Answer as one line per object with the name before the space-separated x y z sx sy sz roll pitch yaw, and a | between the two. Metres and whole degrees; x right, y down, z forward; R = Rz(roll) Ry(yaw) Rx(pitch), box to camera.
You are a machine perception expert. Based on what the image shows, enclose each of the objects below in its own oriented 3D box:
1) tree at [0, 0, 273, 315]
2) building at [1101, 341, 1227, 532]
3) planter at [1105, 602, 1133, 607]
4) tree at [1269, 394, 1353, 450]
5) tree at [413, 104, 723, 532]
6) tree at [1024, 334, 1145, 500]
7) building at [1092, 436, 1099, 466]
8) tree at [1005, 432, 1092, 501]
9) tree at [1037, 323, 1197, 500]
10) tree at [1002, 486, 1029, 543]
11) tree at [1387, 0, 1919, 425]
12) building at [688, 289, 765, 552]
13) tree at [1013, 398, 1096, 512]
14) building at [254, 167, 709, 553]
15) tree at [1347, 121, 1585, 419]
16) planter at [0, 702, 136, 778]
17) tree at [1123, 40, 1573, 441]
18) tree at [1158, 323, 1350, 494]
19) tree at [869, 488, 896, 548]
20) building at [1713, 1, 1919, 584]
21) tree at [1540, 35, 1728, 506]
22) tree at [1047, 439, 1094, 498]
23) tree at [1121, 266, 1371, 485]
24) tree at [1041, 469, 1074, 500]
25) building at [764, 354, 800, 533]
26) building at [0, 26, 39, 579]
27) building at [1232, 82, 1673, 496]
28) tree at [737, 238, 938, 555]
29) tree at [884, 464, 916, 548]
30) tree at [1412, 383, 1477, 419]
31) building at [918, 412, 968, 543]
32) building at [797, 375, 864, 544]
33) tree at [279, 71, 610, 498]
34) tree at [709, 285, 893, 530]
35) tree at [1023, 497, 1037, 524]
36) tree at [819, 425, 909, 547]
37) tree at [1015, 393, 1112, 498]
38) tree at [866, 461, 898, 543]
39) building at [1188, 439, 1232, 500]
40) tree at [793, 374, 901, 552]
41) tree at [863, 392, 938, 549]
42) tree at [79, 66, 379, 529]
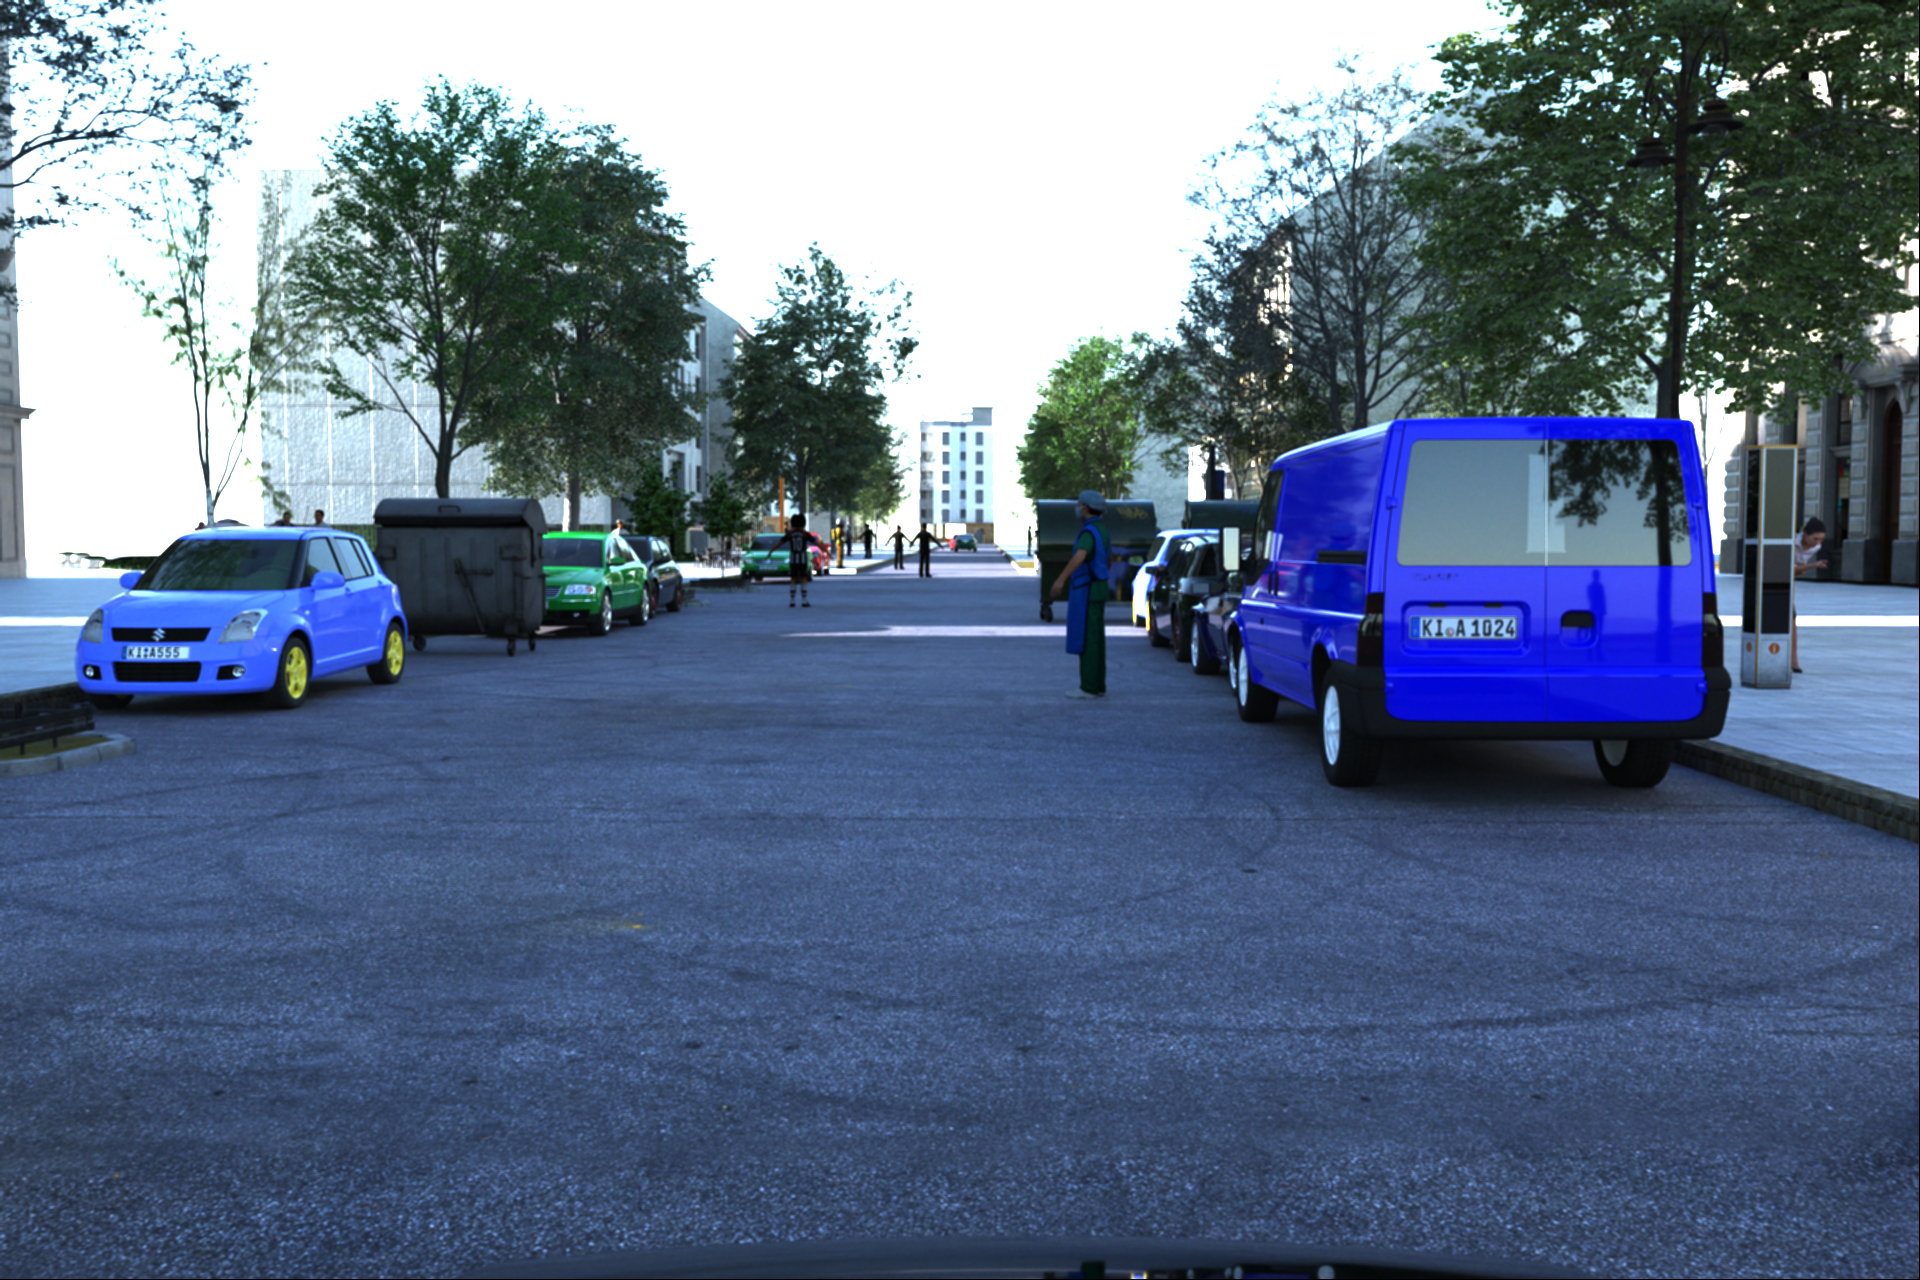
tree | -12.151 -6.462 16.028 12.009 13.543 11.850 0 3 0
building | 25.975 -22.610 200.606 19.493 23.208 18.063 0 4 1
planter | 3.652 -0.849 35.019 1.991 0.319 1.994 0 4 1
tree | 16.148 -8.035 81.728 4.360 8.622 3.978 0 3 0
tree | -12.026 -8.976 53.407 9.857 13.997 8.962 0 3 0
tree | 7.096 -11.050 98.787 7.486 12.596 7.792 0 3 0
building | 26.809 -23.879 221.357 19.493 23.208 18.063 0 4 1
tree | 8.207 -14.356 160.471 9.928 11.665 9.643 0 3 0
tree | 7.528 -9.689 84.173 9.928 11.665 9.643 0 3 0
tree | 8.905 -19.006 261.112 4.360 8.622 3.978 0 3 0
tree | 9.400 -6.340 21.787 7.486 12.596 7.792 0 3 0
building | -25.439 -18.504 133.476 19.493 23.208 18.063 0 3 0
tree | 7.747 -13.723 142.493 7.486 12.596 7.792 0 3 0
building | -25.429 -14.267 99.727 16.747 18.905 31.486 0 4 1
tree | 9.531 -4.933 31.011 4.360 8.622 3.978 0 3 0
planter | -6.412 0.627 10.893 1.991 0.319 1.994 0 4 2
tree | 9.690 -8.098 42.771 12.009 13.543 11.850 0 3 0
tree | 12.529 -8.351 70.948 8.767 10.594 7.601 -2 4 -28
tree | -7.484 -12.706 158.110 4.737 8.622 4.395 0 3 0
building | 27.243 -13.083 41.626 11.050 23.595 19.941 0 4 1
tree | 28.029 -12.960 67.786 12.611 20.169 13.585 0 3 0
tree | 7.300 -9.753 109.829 4.360 8.622 3.978 0 3 0
tree | 9.590 -7.591 58.532 8.767 10.594 7.601 1 4 8
tree | 7.903 -11.108 131.982 4.737 8.622 4.395 0 3 0
building | -22.780 -19.771 179.671 16.016 20.090 11.380 0 4 2
building | -31.862 -13.839 38.283 10.469 25.551 25.511 0 3 0
building | 25.358 -16.042 93.215 19.493 23.208 18.063 0 4 0
tree | -7.652 -15.515 109.554 12.611 20.169 13.585 0 3 0
tree | -6.535 -13.080 164.222 4.737 8.622 4.395 0 3 0
tree | 22.909 -7.976 80.778 4.737 8.622 4.395 0 3 0
building | -5.966 -24.570 260.594 11.380 20.090 16.016 0 4 8
building | -22.828 -24.580 232.817 19.493 23.208 18.063 0 4 2
tree | -11.771 -6.956 39.482 9.928 11.665 9.643 0 3 0
tree | -8.099 -11.219 90.092 9.857 13.997 8.962 0 3 0
tree | 11.842 -18.601 254.484 4.360 8.622 3.978 0 3 0
tree | -7.541 -12.145 132.982 7.601 10.594 8.767 -1 4 -23
tree | 7.851 -12.198 125.186 9.928 11.665 9.643 0 3 0
tree | -12.509 -20.583 254.658 7.486 12.596 7.792 0 3 0
building | 25.200 -12.407 144.998 9.099 9.664 28.070 0 4 1
tree | -8.009 -12.525 122.912 7.486 12.596 7.792 0 3 0
tree | -7.099 -14.554 148.331 12.009 13.543 11.850 0 3 0
tree | -12.428 -4.756 28.122 4.360 8.622 3.978 0 3 0
